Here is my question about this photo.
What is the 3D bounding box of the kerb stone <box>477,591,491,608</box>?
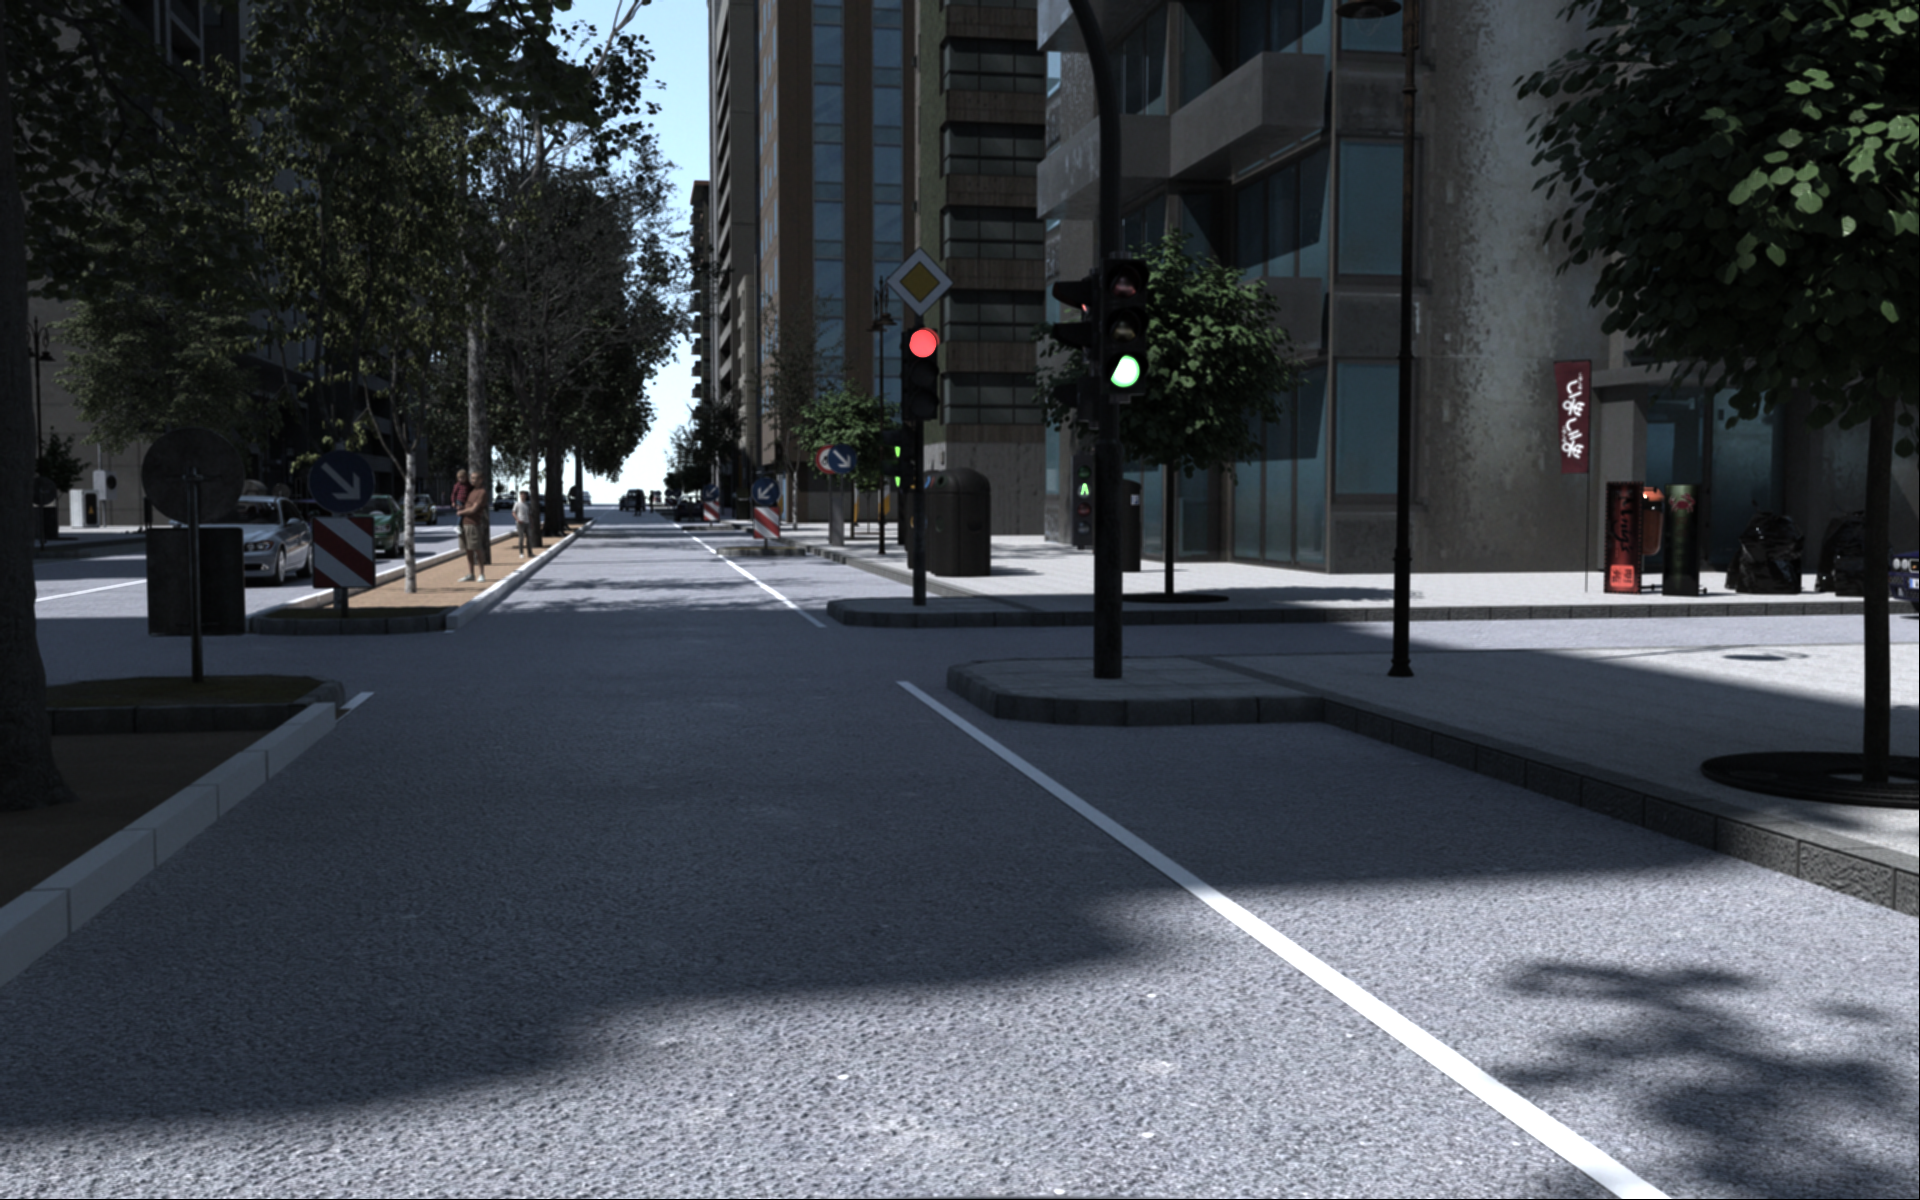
[{"bbox_3d":[-6.016,0.028,21.733,0.120,0.150,1.000,-1,4,-11],"label":"kerb stone"}]

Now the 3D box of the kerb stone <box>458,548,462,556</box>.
[{"bbox_3d":[-11.537,-1.061,39.544,0.120,0.150,1.000,-1,4,-11],"label":"kerb stone"}]

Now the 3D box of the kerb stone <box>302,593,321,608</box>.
[{"bbox_3d":[-8.093,0.047,21.429,0.120,0.150,1.000,-1,4,-11],"label":"kerb stone"}]

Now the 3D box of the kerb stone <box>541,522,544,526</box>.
[{"bbox_3d":[-19.361,-3.584,80.801,0.120,0.150,1.000,-1,4,-11],"label":"kerb stone"}]

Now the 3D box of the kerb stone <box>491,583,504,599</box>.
[{"bbox_3d":[-6.387,-0.095,23.752,0.120,0.150,1.000,-1,4,-11],"label":"kerb stone"}]

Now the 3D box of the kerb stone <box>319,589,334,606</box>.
[{"bbox_3d":[-8.275,-0.010,22.435,0.120,0.150,1.000,-1,4,-11],"label":"kerb stone"}]

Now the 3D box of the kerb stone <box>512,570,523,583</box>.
[{"bbox_3d":[-7.150,-0.342,27.782,0.120,0.150,1.000,-1,4,-11],"label":"kerb stone"}]

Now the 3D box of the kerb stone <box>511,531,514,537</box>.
[{"bbox_3d":[-14.777,-2.107,56.650,0.120,0.150,1.000,-1,4,-11],"label":"kerb stone"}]

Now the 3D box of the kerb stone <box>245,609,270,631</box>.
[{"bbox_3d":[-7.515,0.233,18.416,0.120,0.150,1.000,-1,4,-11],"label":"kerb stone"}]

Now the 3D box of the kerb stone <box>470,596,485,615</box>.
[{"bbox_3d":[-5.822,0.093,20.730,0.120,0.150,1.000,-1,4,-11],"label":"kerb stone"}]

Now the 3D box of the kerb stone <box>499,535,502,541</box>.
[{"bbox_3d":[-13.821,-1.799,51.614,0.120,0.150,1.000,-1,4,-11],"label":"kerb stone"}]

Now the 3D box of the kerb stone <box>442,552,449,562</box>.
[{"bbox_3d":[-10.952,-0.876,36.523,0.120,0.150,1.000,-1,4,-11],"label":"kerb stone"}]

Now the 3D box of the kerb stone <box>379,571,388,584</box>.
[{"bbox_3d":[-9.240,-0.321,27.464,0.120,0.150,1.000,-1,4,-11],"label":"kerb stone"}]

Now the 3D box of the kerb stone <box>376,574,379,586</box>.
[{"bbox_3d":[-9.045,-0.261,26.460,0.120,0.150,1.000,-1,4,-11],"label":"kerb stone"}]

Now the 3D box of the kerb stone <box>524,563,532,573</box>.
[{"bbox_3d":[-7.741,-0.526,30.801,0.120,0.150,1.000,-1,4,-11],"label":"kerb stone"}]

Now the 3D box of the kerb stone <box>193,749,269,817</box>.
[{"bbox_3d":[-3.431,0.860,8.142,0.120,0.150,1.000,-1,4,-11],"label":"kerb stone"}]

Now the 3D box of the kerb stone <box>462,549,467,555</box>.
[{"bbox_3d":[-11.721,-1.121,40.555,0.120,0.150,1.000,-1,4,-11],"label":"kerb stone"}]

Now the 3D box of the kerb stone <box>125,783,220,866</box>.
[{"bbox_3d":[-3.239,0.921,7.129,0.120,0.150,1.000,-1,4,-11],"label":"kerb stone"}]

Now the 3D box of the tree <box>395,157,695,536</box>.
[{"bbox_3d":[-13.813,-8.489,58.264,9.611,12.733,9.660,0,3,0],"label":"tree"}]

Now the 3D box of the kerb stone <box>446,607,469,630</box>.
[{"bbox_3d":[-5.443,0.212,18.722,0.120,0.150,1.000,-1,4,-11],"label":"kerb stone"}]

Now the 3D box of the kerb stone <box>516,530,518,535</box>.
[{"bbox_3d":[-15.163,-2.227,58.658,0.120,0.150,1.000,-1,4,-11],"label":"kerb stone"}]

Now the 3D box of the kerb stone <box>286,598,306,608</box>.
[{"bbox_3d":[-7.901,0.110,20.423,0.120,0.150,1.000,-1,4,-11],"label":"kerb stone"}]

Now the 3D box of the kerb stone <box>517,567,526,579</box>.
[{"bbox_3d":[-7.351,-0.403,28.785,0.120,0.150,1.000,-1,4,-11],"label":"kerb stone"}]

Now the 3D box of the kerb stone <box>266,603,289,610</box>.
[{"bbox_3d":[-7.714,0.170,19.418,0.120,0.150,1.000,-1,4,-11],"label":"kerb stone"}]

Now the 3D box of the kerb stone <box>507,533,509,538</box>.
[{"bbox_3d":[-14.392,-1.984,54.627,0.120,0.150,1.000,-1,4,-11],"label":"kerb stone"}]

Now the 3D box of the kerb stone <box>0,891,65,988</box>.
[{"bbox_3d":[-2.862,1.045,5.116,0.120,0.150,1.000,-1,4,-11],"label":"kerb stone"}]

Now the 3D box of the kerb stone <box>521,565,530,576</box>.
[{"bbox_3d":[-7.542,-0.459,29.799,0.120,0.150,1.000,-1,4,-11],"label":"kerb stone"}]

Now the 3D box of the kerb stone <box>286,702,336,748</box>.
[{"bbox_3d":[-3.812,0.736,10.164,0.120,0.150,1.000,-1,4,-11],"label":"kerb stone"}]

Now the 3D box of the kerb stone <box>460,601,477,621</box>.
[{"bbox_3d":[-5.632,0.151,19.726,0.120,0.150,1.000,-1,4,-11],"label":"kerb stone"}]

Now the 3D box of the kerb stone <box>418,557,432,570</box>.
[{"bbox_3d":[-10.382,-0.691,33.500,0.120,0.150,1.000,-1,4,-11],"label":"kerb stone"}]

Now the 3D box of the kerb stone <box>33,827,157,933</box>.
[{"bbox_3d":[-3.050,0.983,6.124,0.120,0.150,1.000,-1,4,-11],"label":"kerb stone"}]

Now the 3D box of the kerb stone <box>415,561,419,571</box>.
[{"bbox_3d":[-9.998,-0.569,31.491,0.120,0.150,1.000,-1,4,-11],"label":"kerb stone"}]

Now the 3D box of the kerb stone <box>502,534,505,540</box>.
[{"bbox_3d":[-14.012,-1.861,52.618,0.120,0.150,1.000,-1,4,-11],"label":"kerb stone"}]

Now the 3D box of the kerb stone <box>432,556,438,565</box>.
[{"bbox_3d":[-10.577,-0.752,34.504,0.120,0.150,1.000,-1,4,-11],"label":"kerb stone"}]

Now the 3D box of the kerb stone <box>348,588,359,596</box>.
[{"bbox_3d":[-8.666,-0.137,24.441,0.120,0.150,1.000,-1,4,-11],"label":"kerb stone"}]

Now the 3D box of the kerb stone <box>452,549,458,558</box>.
[{"bbox_3d":[-11.339,-0.997,38.542,0.120,0.150,1.000,-1,4,-11],"label":"kerb stone"}]

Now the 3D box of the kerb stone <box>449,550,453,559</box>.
[{"bbox_3d":[-11.150,-0.935,37.530,0.120,0.150,1.000,-1,4,-11],"label":"kerb stone"}]

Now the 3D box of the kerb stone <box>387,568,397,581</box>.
[{"bbox_3d":[-9.423,-0.384,28.469,0.120,0.150,1.000,-1,4,-11],"label":"kerb stone"}]

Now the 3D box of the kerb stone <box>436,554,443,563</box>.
[{"bbox_3d":[-10.766,-0.814,35.518,0.120,0.150,1.000,-1,4,-11],"label":"kerb stone"}]

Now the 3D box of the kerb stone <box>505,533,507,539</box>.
[{"bbox_3d":[-14.200,-1.916,53.623,0.120,0.150,1.000,-1,4,-11],"label":"kerb stone"}]

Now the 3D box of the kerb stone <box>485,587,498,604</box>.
[{"bbox_3d":[-6.204,-0.034,22.747,0.120,0.150,1.000,-1,4,-11],"label":"kerb stone"}]

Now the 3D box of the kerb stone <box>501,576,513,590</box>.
[{"bbox_3d":[-6.777,-0.218,25.759,0.120,0.150,1.000,-1,4,-11],"label":"kerb stone"}]

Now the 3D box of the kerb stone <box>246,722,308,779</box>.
[{"bbox_3d":[-3.619,0.798,9.160,0.120,0.150,1.000,-1,4,-11],"label":"kerb stone"}]

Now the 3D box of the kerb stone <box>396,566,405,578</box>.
[{"bbox_3d":[-9.625,-0.444,29.481,0.120,0.150,1.000,-1,4,-11],"label":"kerb stone"}]

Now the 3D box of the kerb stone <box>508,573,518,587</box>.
[{"bbox_3d":[-6.968,-0.280,26.770,0.120,0.150,1.000,-1,4,-11],"label":"kerb stone"}]

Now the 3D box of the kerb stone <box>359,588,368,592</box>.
[{"bbox_3d":[-8.845,-0.199,25.452,0.120,0.150,1.000,-1,4,-11],"label":"kerb stone"}]

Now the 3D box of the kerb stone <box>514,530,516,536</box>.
[{"bbox_3d":[-14.963,-2.169,57.655,0.120,0.150,1.000,-1,4,-11],"label":"kerb stone"}]

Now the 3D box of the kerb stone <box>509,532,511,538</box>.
[{"bbox_3d":[-14.590,-2.041,55.641,0.120,0.150,1.000,-1,4,-11],"label":"kerb stone"}]

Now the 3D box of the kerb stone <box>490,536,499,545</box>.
[{"bbox_3d":[-13.632,-1.738,50.610,0.120,0.150,1.000,-1,4,-11],"label":"kerb stone"}]

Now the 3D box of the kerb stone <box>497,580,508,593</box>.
[{"bbox_3d":[-6.589,-0.156,24.754,0.120,0.150,1.000,-1,4,-11],"label":"kerb stone"}]

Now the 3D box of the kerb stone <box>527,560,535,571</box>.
[{"bbox_3d":[-7.933,-0.587,31.805,0.120,0.150,1.000,-1,4,-11],"label":"kerb stone"}]
